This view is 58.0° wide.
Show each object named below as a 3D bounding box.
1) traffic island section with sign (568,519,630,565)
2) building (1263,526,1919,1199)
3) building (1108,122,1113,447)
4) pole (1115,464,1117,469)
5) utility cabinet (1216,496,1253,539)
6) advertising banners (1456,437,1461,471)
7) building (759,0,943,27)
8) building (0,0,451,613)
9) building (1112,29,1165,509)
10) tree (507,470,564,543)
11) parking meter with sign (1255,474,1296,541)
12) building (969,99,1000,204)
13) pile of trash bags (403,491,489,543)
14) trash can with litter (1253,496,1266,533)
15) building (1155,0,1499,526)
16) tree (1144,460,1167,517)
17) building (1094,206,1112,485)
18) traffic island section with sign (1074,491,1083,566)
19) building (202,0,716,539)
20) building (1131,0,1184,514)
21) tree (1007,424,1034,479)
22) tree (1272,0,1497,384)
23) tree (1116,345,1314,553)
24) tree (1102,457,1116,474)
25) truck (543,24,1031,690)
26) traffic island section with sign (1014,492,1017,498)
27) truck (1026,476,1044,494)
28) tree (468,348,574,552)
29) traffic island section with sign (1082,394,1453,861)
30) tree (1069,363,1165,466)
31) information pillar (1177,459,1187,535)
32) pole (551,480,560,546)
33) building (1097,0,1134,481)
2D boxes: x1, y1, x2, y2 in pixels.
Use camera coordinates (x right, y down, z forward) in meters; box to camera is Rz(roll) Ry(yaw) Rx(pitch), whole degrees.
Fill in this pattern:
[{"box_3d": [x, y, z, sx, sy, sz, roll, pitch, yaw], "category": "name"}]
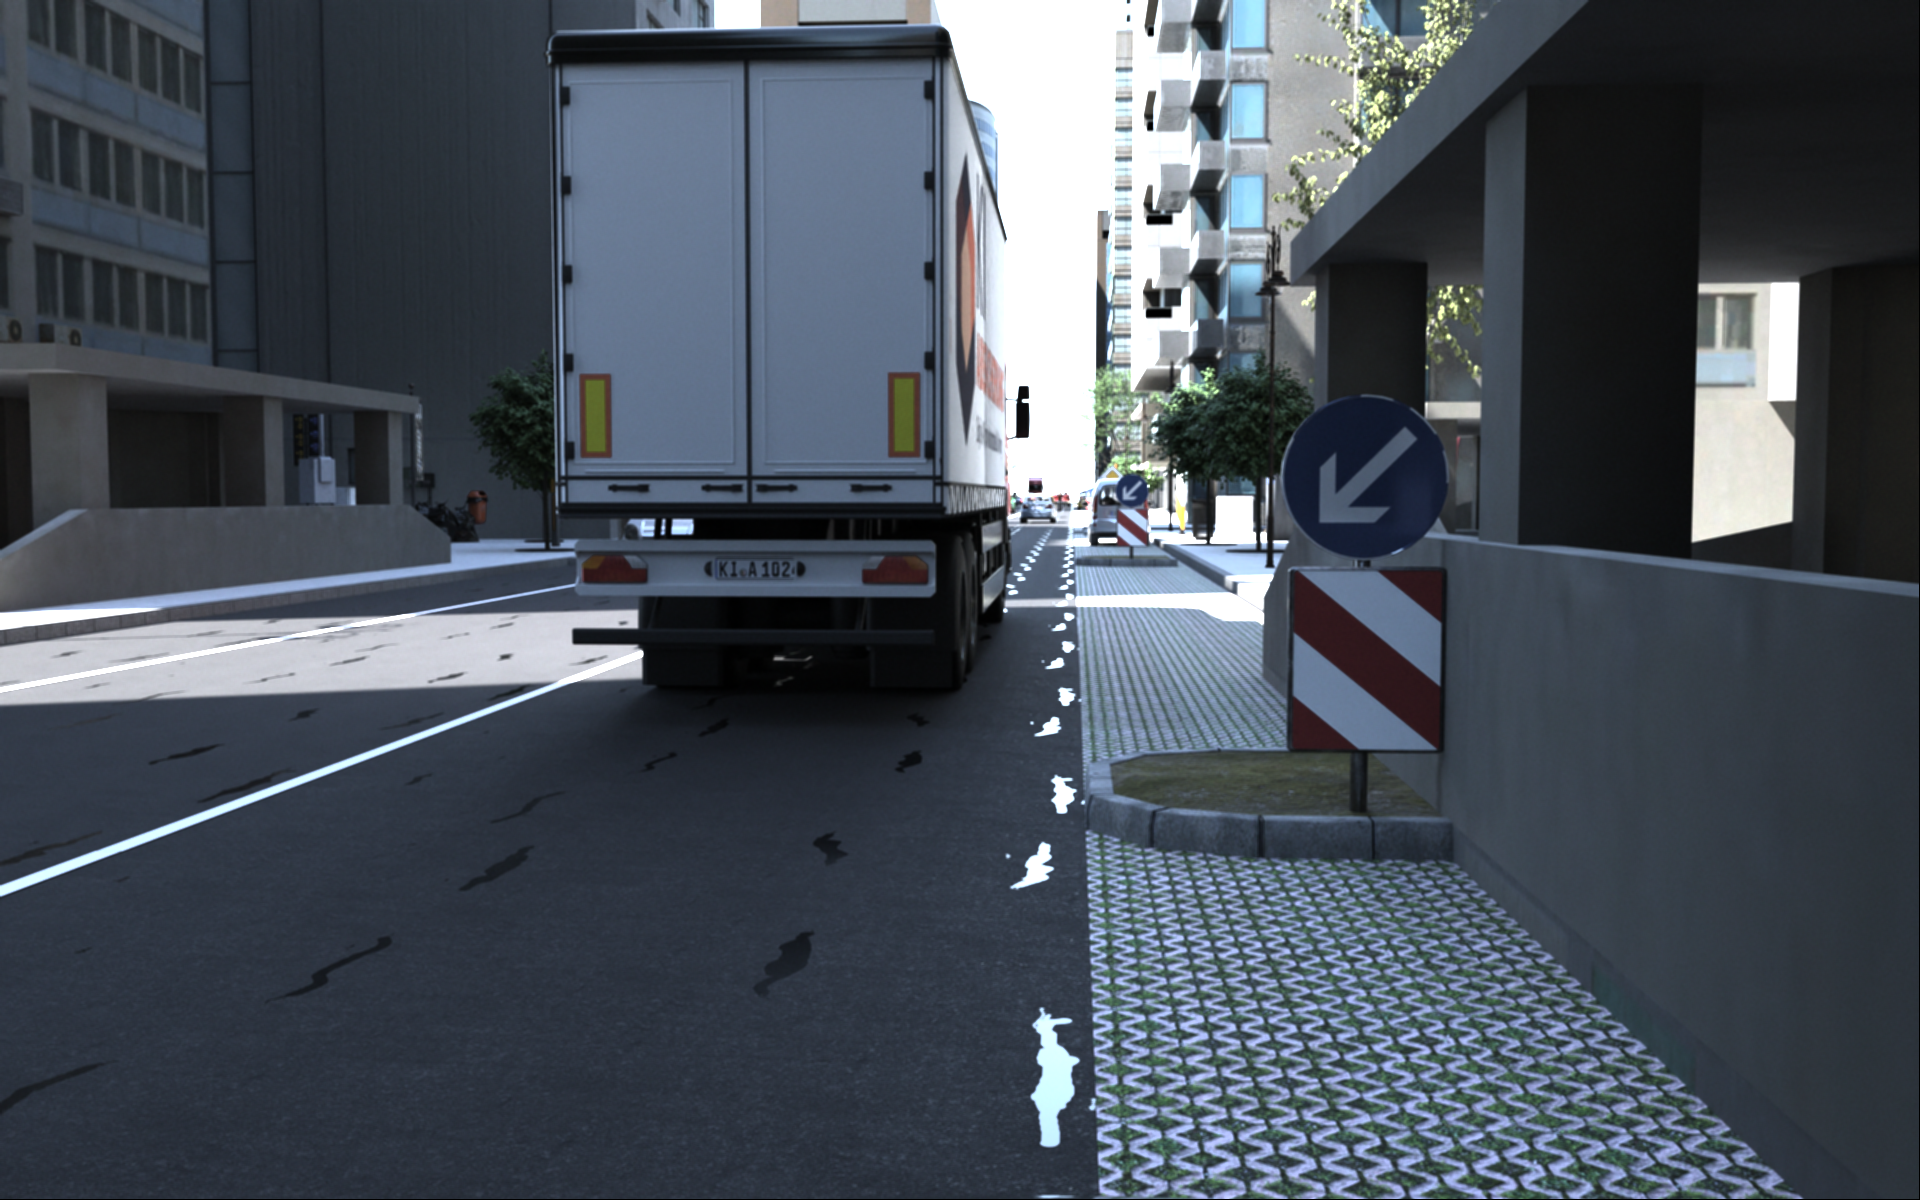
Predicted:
[{"box_3d": [-6.849, -1.658, 35.734, 1.989, 1.847, 2.006, 0, 4, 4], "category": "traffic island section with sign"}, {"box_3d": [17.977, -19.107, 4.284, 32.217, 40.220, 23.993, 0, 4, 4], "category": "building"}, {"box_3d": [28.664, -35.625, 202.083, 23.786, 49.044, 30.456, 0, 4, 4], "category": "building"}, {"box_3d": [10.461, -7.486, 116.239, 0.158, 3.312, 0.155, 0, 3, 0], "category": "pole"}, {"box_3d": [7.923, -2.373, 49.961, 1.020, 1.237, 0.306, 0, 4, -1], "category": "utility cabinet"}, {"box_3d": [13.588, -3.338, 50.757, 2.074, 3.025, 0.090, 1, 4, 23], "category": "advertising banners"}, {"box_3d": [-8.842, -30.630, 150.910, 14.600, 45.320, 14.200, 0, 4, 4], "category": "building"}, {"box_3d": [-26.016, -20.387, 25.211, 32.217, 40.220, 23.993, 0, 4, 4], "category": "building"}, {"box_3d": [20.727, -28.892, 155.981, 14.154, 41.232, 14.086, 0, 4, 4], "category": "building"}, {"box_3d": [-11.154, -3.163, 46.321, 1.663, 3.219, 1.824, 0, 3, 0], "category": "tree"}, {"box_3d": [8.802, -3.131, 47.457, 1.738, 3.016, 0.543, -2, 4, -27], "category": "parking meter with sign"}, {"box_3d": [-5.358, -43.615, 255.098, 21.231, 58.520, 28.212, 0, 4, 4], "category": "building"}, {"box_3d": [-13.713, -2.236, 46.312, 1.912, 1.369, 3.447, 1, 4, 17], "category": "pile of trash bags"}, {"box_3d": [9.817, -2.840, 57.492, 1.678, 1.210, 2.233, -1, 4, -16], "category": "trash can with litter"}, {"box_3d": [23.884, -27.910, 75.938, 30.456, 49.044, 23.786, 0, 4, 4], "category": "building"}, {"box_3d": [10.607, -6.303, 97.658, 1.663, 3.219, 1.824, 0, 3, 0], "category": "tree"}, {"box_3d": [27.536, -37.542, 263.914, 14.600, 45.320, 14.200, 0, 4, 4], "category": "building"}, {"box_3d": [3.331, -1.606, 34.886, 1.989, 1.847, 2.006, 0, 4, 4], "category": "traffic island section with sign"}, {"box_3d": [-15.455, -22.722, 55.093, 14.086, 41.232, 14.154, 0, 4, 4], "category": "building"}, {"box_3d": [24.943, -31.871, 110.333, 28.713, 52.752, 27.495, 0, 4, 4], "category": "building"}, {"box_3d": [7.723, -23.896, 301.061, 12.009, 13.543, 11.850, 0, 3, 0], "category": "tree"}, {"box_3d": [5.945, -4.425, 22.719, 4.737, 8.622, 4.395, 0, 3, 0], "category": "tree"}, {"box_3d": [6.579, -3.345, 38.398, 4.285, 4.588, 4.351, 0, 3, 0], "category": "tree"}, {"box_3d": [6.230, -3.675, 43.800, 4.285, 4.588, 4.351, 0, 3, 0], "category": "tree"}, {"box_3d": [-0.895, -1.659, 16.032, 2.839, 4.237, 11.283, 0, 4, 4], "category": "truck"}, {"box_3d": [8.979, -16.477, 278.025, 1.989, 1.847, 2.006, 0, 4, 4], "category": "traffic island section with sign"}, {"box_3d": [12.151, -17.686, 278.075, 2.839, 4.237, 11.283, 0, 4, 4], "category": "truck"}, {"box_3d": [-9.372, -3.389, 39.123, 4.285, 4.588, 4.351, 0, 3, 0], "category": "tree"}, {"box_3d": [1.557, 0.058, 7.684, 1.989, 1.847, 2.006, 0, 4, 4], "category": "traffic island section with sign"}, {"box_3d": [12.364, -12.861, 136.026, 9.928, 11.665, 9.643, 0, 3, 0], "category": "tree"}, {"box_3d": [6.933, -3.848, 54.271, 0.183, 3.616, 0.504, -1, 4, -14], "category": "information pillar"}, {"box_3d": [-9.918, -2.969, 42.389, 0.158, 3.312, 0.155, 0, 3, 0], "category": "pole"}, {"box_3d": [30.541, -56.709, 239.855, 22.319, 86.520, 31.000, 0, 4, 4], "category": "building"}]
